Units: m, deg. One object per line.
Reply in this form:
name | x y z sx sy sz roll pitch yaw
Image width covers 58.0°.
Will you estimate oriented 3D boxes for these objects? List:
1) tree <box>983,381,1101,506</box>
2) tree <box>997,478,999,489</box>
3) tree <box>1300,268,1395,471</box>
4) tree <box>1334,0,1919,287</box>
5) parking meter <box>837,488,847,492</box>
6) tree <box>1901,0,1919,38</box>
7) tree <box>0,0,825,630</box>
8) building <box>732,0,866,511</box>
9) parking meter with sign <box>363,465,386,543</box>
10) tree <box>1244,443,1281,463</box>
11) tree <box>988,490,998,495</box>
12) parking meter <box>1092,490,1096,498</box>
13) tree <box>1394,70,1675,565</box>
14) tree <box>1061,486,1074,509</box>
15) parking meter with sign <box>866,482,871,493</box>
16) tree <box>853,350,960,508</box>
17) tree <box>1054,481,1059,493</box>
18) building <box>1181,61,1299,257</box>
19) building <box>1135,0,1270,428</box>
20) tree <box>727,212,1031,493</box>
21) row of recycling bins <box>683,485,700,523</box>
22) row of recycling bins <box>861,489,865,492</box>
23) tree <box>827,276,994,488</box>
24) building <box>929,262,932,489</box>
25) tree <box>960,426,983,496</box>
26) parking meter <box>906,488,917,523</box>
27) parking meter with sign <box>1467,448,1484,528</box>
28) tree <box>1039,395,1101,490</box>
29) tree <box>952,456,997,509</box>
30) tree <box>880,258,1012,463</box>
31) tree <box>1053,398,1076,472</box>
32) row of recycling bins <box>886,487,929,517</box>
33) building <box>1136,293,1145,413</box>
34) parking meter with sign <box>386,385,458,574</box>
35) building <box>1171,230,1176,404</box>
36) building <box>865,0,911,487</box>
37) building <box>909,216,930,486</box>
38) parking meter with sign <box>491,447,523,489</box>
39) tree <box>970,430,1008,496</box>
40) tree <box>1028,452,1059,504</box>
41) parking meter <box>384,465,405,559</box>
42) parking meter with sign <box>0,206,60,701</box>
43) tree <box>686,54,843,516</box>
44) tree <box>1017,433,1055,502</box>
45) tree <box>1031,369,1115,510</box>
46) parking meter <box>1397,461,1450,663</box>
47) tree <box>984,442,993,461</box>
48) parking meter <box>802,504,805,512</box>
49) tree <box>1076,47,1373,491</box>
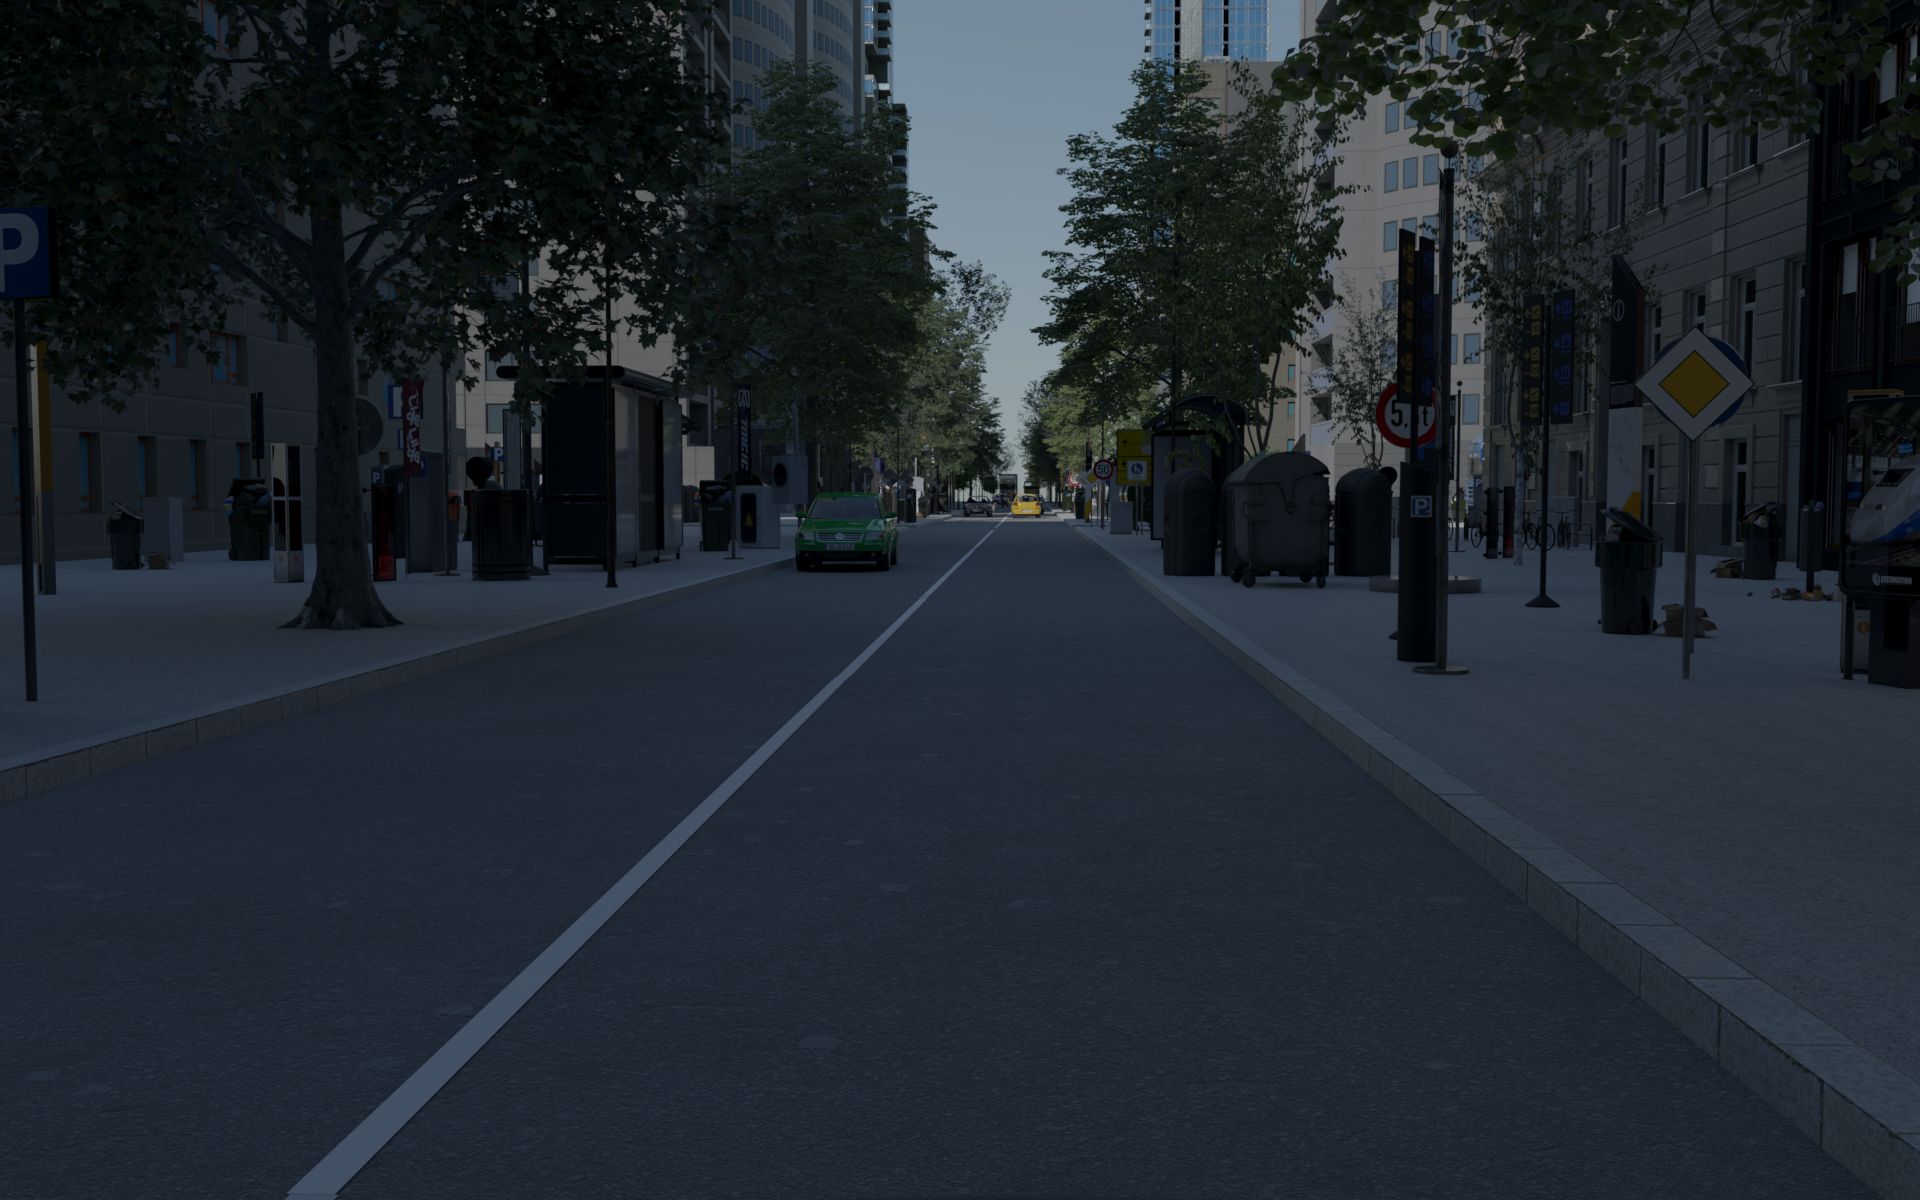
tree | 10.314 -16.515 180.397 12.009 13.543 11.850 0 3 0
tree | 4.349 -16.630 255.605 4.285 4.588 4.351 0 3 0
tree | 13.130 -6.440 55.651 4.360 8.622 3.978 0 3 0
tree | 3.709 -5.375 6.014 7.486 12.596 7.792 0 3 0
parking meter | -4.570 -3.590 67.110 0.372 1.533 0.369 0 3 0
tree | 10.783 -3.961 15.117 4.360 8.622 3.978 0 3 0
tree | -6.108 -6.081 16.429 9.611 12.733 9.660 0 3 0
building | -20.709 -38.007 163.420 21.231 58.520 28.212 0 4 2
parking meter with sign | -15.163 -3.021 45.659 0.543 3.016 1.738 2 4 26
tree | 19.222 -7.625 108.374 4.285 4.588 4.351 0 3 0
tree | 5.265 -17.178 275.459 1.663 3.219 1.824 0 3 0
parking meter | 9.341 -6.826 120.009 0.372 1.533 0.369 0 3 0
tree | 10.297 -4.929 30.949 4.360 8.622 3.978 0 3 0
tree | 10.132 -9.625 151.967 1.663 3.219 1.824 0 3 0
parking meter with sign | -5.728 -7.080 112.012 0.543 3.016 1.738 3 4 37
tree | -2.970 -8.226 84.858 4.360 8.622 3.978 0 3 0
tree | 12.691 -13.784 219.977 1.663 3.219 1.824 0 3 0
building | 28.223 -29.598 167.514 14.154 41.232 14.086 0 4 2
building | 36.056 -58.338 266.501 22.319 86.520 31.000 0 4 2
tree | -4.520 -8.294 61.360 9.928 11.665 9.643 0 3 0
row of recycling bins | -12.457 -4.262 76.800 1.069 1.692 3.534 1 4 11
row of recycling bins | -6.545 -8.316 143.084 3.534 1.692 1.069 -1 4 -20
tree | -2.838 -11.869 100.720 9.857 13.997 8.962 0 3 0
building | -12.254 -37.495 296.628 14.154 41.232 14.086 0 4 2
tree | -0.872 -12.540 155.399 4.360 8.622 3.978 0 3 0
parking meter | -2.147 -4.272 78.252 0.372 1.533 0.369 0 3 0
parking meter with sign | 19.638 -4.225 65.341 0.543 3.016 1.738 2 4 34
tree | 7.534 -9.849 111.397 4.360 8.622 3.978 0 3 0
tree | -0.111 -9.872 145.118 4.285 4.588 4.351 0 3 0
tree | -2.975 -16.749 129.739 12.611 20.169 13.585 0 3 0
tree | 9.031 -11.060 131.197 4.737 8.622 4.395 0 3 0
row of recycling bins | -3.301 -5.473 96.596 3.534 1.692 1.069 -3 4 -37
building | 42.631 -36.895 295.116 32.217 40.220 23.993 0 4 2
parking meter with sign | -8.792 -1.973 28.522 0.543 3.016 1.738 0 4 4
building | 29.050 -25.101 182.106 14.160 30.474 14.107 0 4 2
building | -17.648 -57.847 258.462 22.319 86.520 31.000 0 4 2
building | -12.268 -38.653 282.079 14.600 45.320 14.200 0 4 2
parking meter with sign | -16.368 -4.105 63.370 1.738 3.016 0.543 3 4 38
tree | 2.630 -17.875 226.666 7.601 10.594 8.767 -1 4 -15
tree | 13.268 -18.383 234.978 8.767 10.594 7.601 -1 4 -17
parking meter | -11.226 -1.755 34.401 0.255 1.863 0.399 1 4 12
parking meter with sign | -5.976 -0.831 9.851 0.543 3.016 1.738 1 4 16
tree | -3.975 -7.815 45.898 7.486 12.596 7.792 0 3 0
tree | 14.857 -23.639 293.151 9.857 13.997 8.962 0 3 0
tree | 8.756 -13.136 140.521 9.928 11.665 9.643 0 3 0
parking meter | 3.561 -0.299 13.307 0.372 1.533 0.369 0 3 0
tree | 2.039 -15.546 204.544 4.360 8.622 3.978 0 3 0
parking meter | -9.057 -5.694 101.501 0.372 1.533 0.369 0 3 0
tree | 4.896 -4.807 28.961 4.737 8.622 4.395 0 3 0
